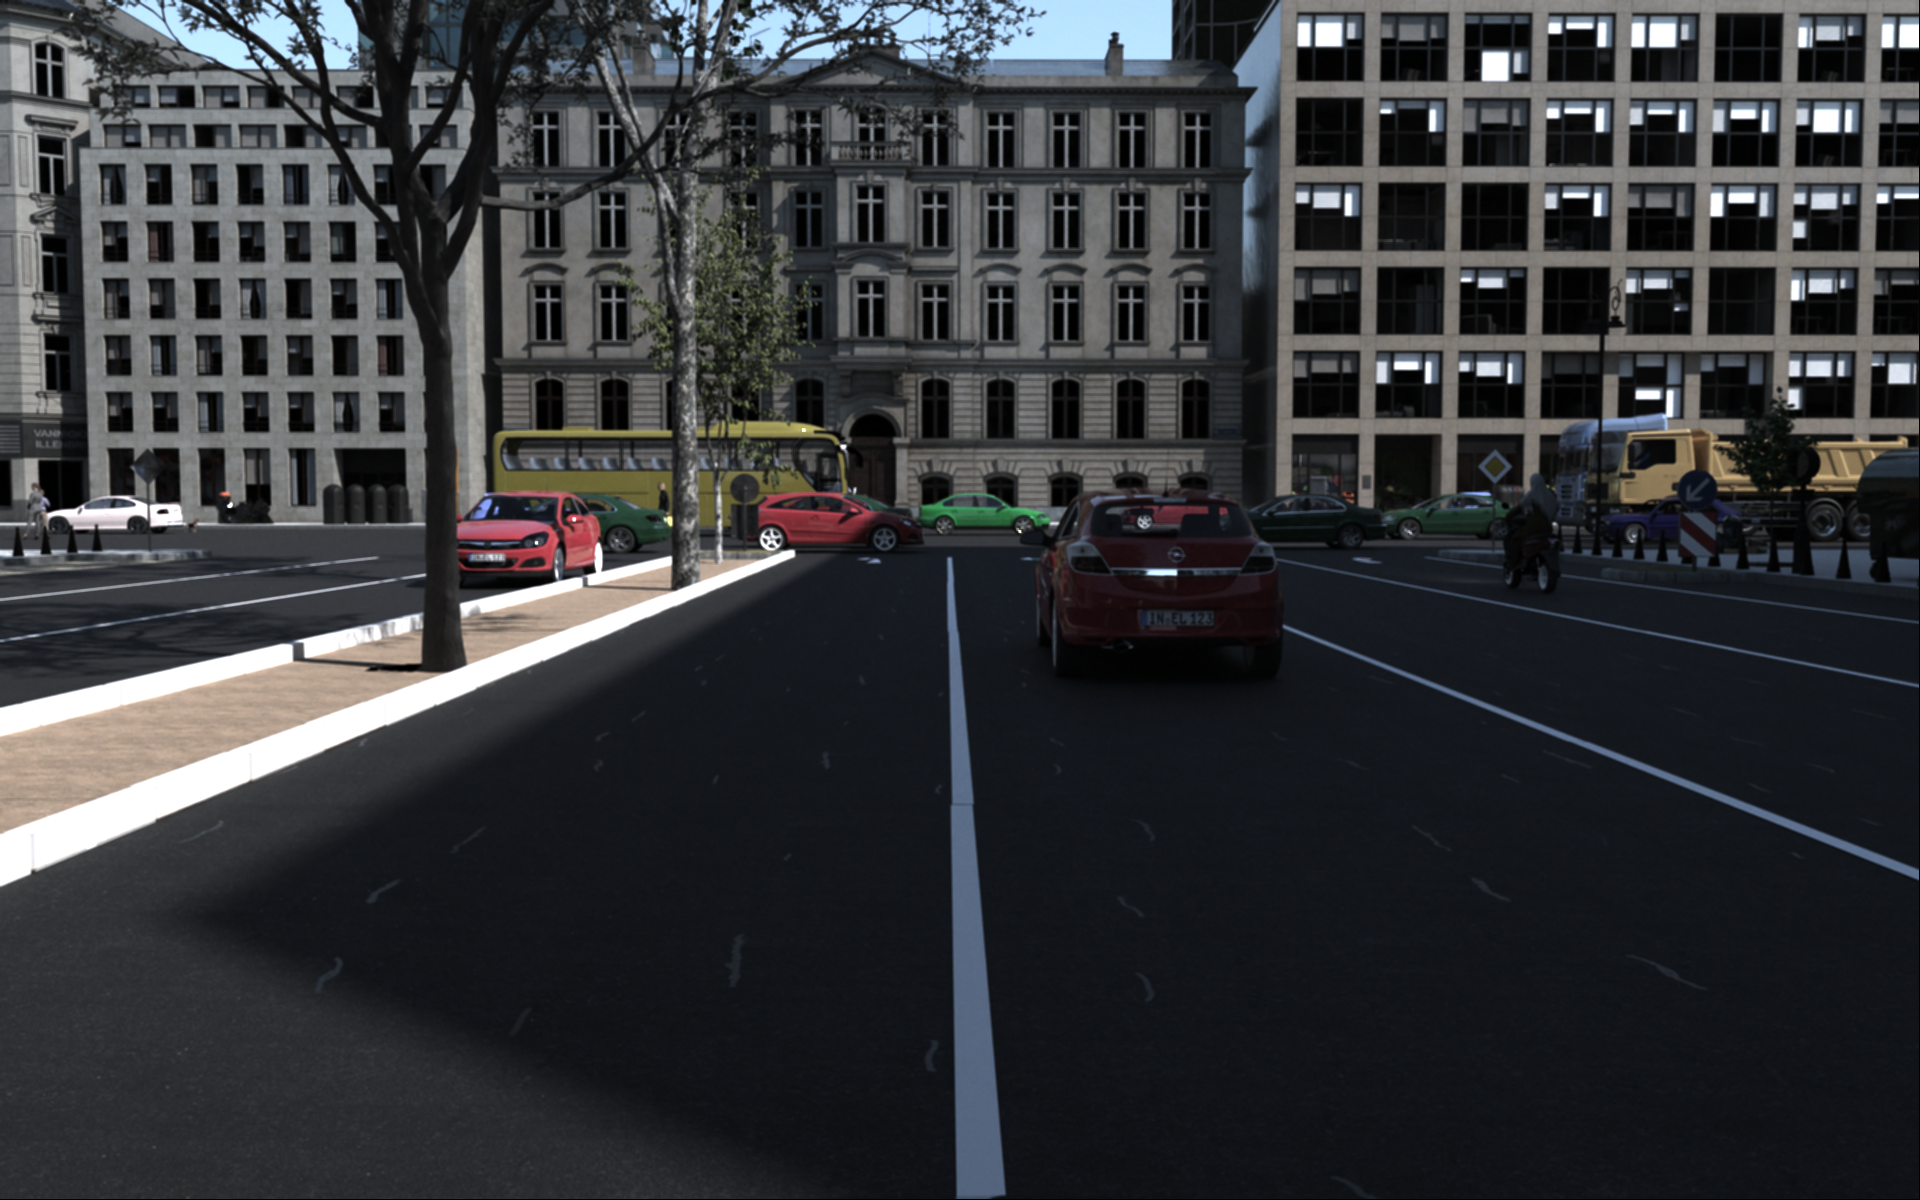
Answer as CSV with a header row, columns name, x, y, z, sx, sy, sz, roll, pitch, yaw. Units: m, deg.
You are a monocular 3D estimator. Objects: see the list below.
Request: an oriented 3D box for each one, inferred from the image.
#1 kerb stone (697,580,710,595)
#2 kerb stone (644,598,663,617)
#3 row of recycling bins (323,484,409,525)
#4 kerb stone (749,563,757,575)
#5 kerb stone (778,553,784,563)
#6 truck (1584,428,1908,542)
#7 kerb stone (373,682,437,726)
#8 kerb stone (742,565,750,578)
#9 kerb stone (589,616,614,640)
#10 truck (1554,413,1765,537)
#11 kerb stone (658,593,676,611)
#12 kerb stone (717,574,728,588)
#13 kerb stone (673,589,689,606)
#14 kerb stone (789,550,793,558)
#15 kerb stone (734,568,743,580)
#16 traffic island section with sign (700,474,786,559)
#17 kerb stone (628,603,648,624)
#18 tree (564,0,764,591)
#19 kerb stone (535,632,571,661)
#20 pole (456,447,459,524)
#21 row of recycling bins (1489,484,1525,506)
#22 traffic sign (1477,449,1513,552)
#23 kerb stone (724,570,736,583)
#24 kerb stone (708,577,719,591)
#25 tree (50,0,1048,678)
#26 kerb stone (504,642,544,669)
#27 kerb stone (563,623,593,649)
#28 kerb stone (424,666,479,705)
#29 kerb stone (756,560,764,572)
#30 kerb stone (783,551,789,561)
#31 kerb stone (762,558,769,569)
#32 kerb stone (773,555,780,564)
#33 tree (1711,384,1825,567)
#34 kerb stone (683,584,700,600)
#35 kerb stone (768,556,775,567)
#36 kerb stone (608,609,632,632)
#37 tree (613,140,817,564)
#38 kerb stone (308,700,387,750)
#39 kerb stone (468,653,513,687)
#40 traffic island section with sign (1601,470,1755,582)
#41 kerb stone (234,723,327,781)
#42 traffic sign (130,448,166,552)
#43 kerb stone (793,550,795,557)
name,x,y,z,sx,sy,sz,roll,pitch,yaw
kerb stone,-3.714,-0.146,24.581,0.120,0.150,1.000,0,4,0
kerb stone,-3.682,0.106,20.463,0.120,0.150,1.000,0,4,0
row of recycling bins,-25.321,-4.088,73.946,3.534,1.692,1.069,-3,4,-36
kerb stone,-3.761,-0.519,30.767,0.120,0.150,1.000,0,4,0
kerb stone,-3.811,-0.841,35.938,0.120,0.150,1.000,0,4,0
truck,23.247,-3.459,52.479,9.791,3.379,3.469,0,4,-2
kerb stone,-3.607,0.673,11.197,0.120,0.150,1.000,0,4,0
kerb stone,-3.758,-0.461,29.728,0.120,0.150,1.000,0,4,0
kerb stone,-3.652,0.296,17.382,0.120,0.150,1.000,0,4,0
truck,29.112,-4.210,58.599,18.799,4.110,2.967,0,4,-1
kerb stone,-3.697,0.045,21.490,0.120,0.150,1.000,0,4,0
kerb stone,-3.732,-0.269,26.644,0.120,0.150,1.000,0,4,0
kerb stone,-3.697,-0.014,22.518,0.120,0.150,1.000,0,4,0
kerb stone,-3.830,-0.963,38.002,0.120,0.150,1.000,0,4,0
kerb stone,-3.750,-0.397,28.701,0.120,0.150,1.000,0,4,0
traffic island section with sign,-4.872,-1.863,38.605,2.006,1.907,1.989,0,4,0
kerb stone,-3.679,0.173,19.436,0.120,0.150,1.000,0,4,0
tree,-5.281,-10.246,25.876,12.611,20.169,13.585,0,3,0
kerb stone,-3.638,0.420,15.327,0.120,0.150,1.000,0,4,0
pole,-21.853,-4.977,75.221,0.158,3.312,0.155,0,3,0
row of recycling bins,23.827,-4.189,75.597,1.069,1.692,3.534,2,4,31
traffic sign,11.846,-2.127,38.422,0.795,2.450,0.064,0,4,0
kerb stone,-3.746,-0.335,27.671,0.120,0.150,1.000,0,4,0
kerb stone,-3.733,-0.205,25.612,0.120,0.150,1.000,0,4,0
tree,-4.132,-6.153,13.421,12.009,13.543,11.850,0,3,0
kerb stone,-3.633,0.484,14.290,0.120,0.150,1.000,0,4,0
kerb stone,-3.650,0.357,16.354,0.120,0.150,1.000,0,4,0
kerb stone,-3.612,0.610,12.224,0.120,0.150,1.000,0,4,0
kerb stone,-3.765,-0.587,31.794,0.120,0.150,1.000,0,4,0
kerb stone,-3.813,-0.903,36.970,0.120,0.150,1.000,0,4,0
kerb stone,-3.779,-0.649,32.831,0.120,0.150,1.000,0,4,0
kerb stone,-3.793,-0.777,34.911,0.120,0.150,1.000,0,4,0
tree,14.513,-2.209,30.719,1.663,3.219,1.824,0,3,0
kerb stone,-3.707,-0.082,23.547,0.120,0.150,1.000,0,4,0
kerb stone,-3.786,-0.711,33.874,0.120,0.150,1.000,0,4,0
kerb stone,-3.663,0.233,18.409,0.120,0.150,1.000,0,4,0
tree,-4.902,-5.026,34.989,4.737,8.622,4.395,0,3,0
kerb stone,-3.606,0.736,10.169,0.120,0.150,1.000,0,4,0
kerb stone,-3.626,0.546,13.262,0.120,0.150,1.000,0,4,0
traffic island section with sign,11.952,-1.253,29.117,1.989,1.847,2.006,0,4,0
kerb stone,-3.593,0.801,9.135,0.120,0.150,1.000,0,4,0
traffic sign,-17.898,-2.114,38.205,0.795,2.450,0.064,0,4,0
kerb stone,-3.827,-1.030,39.033,0.120,0.150,1.000,0,4,0
